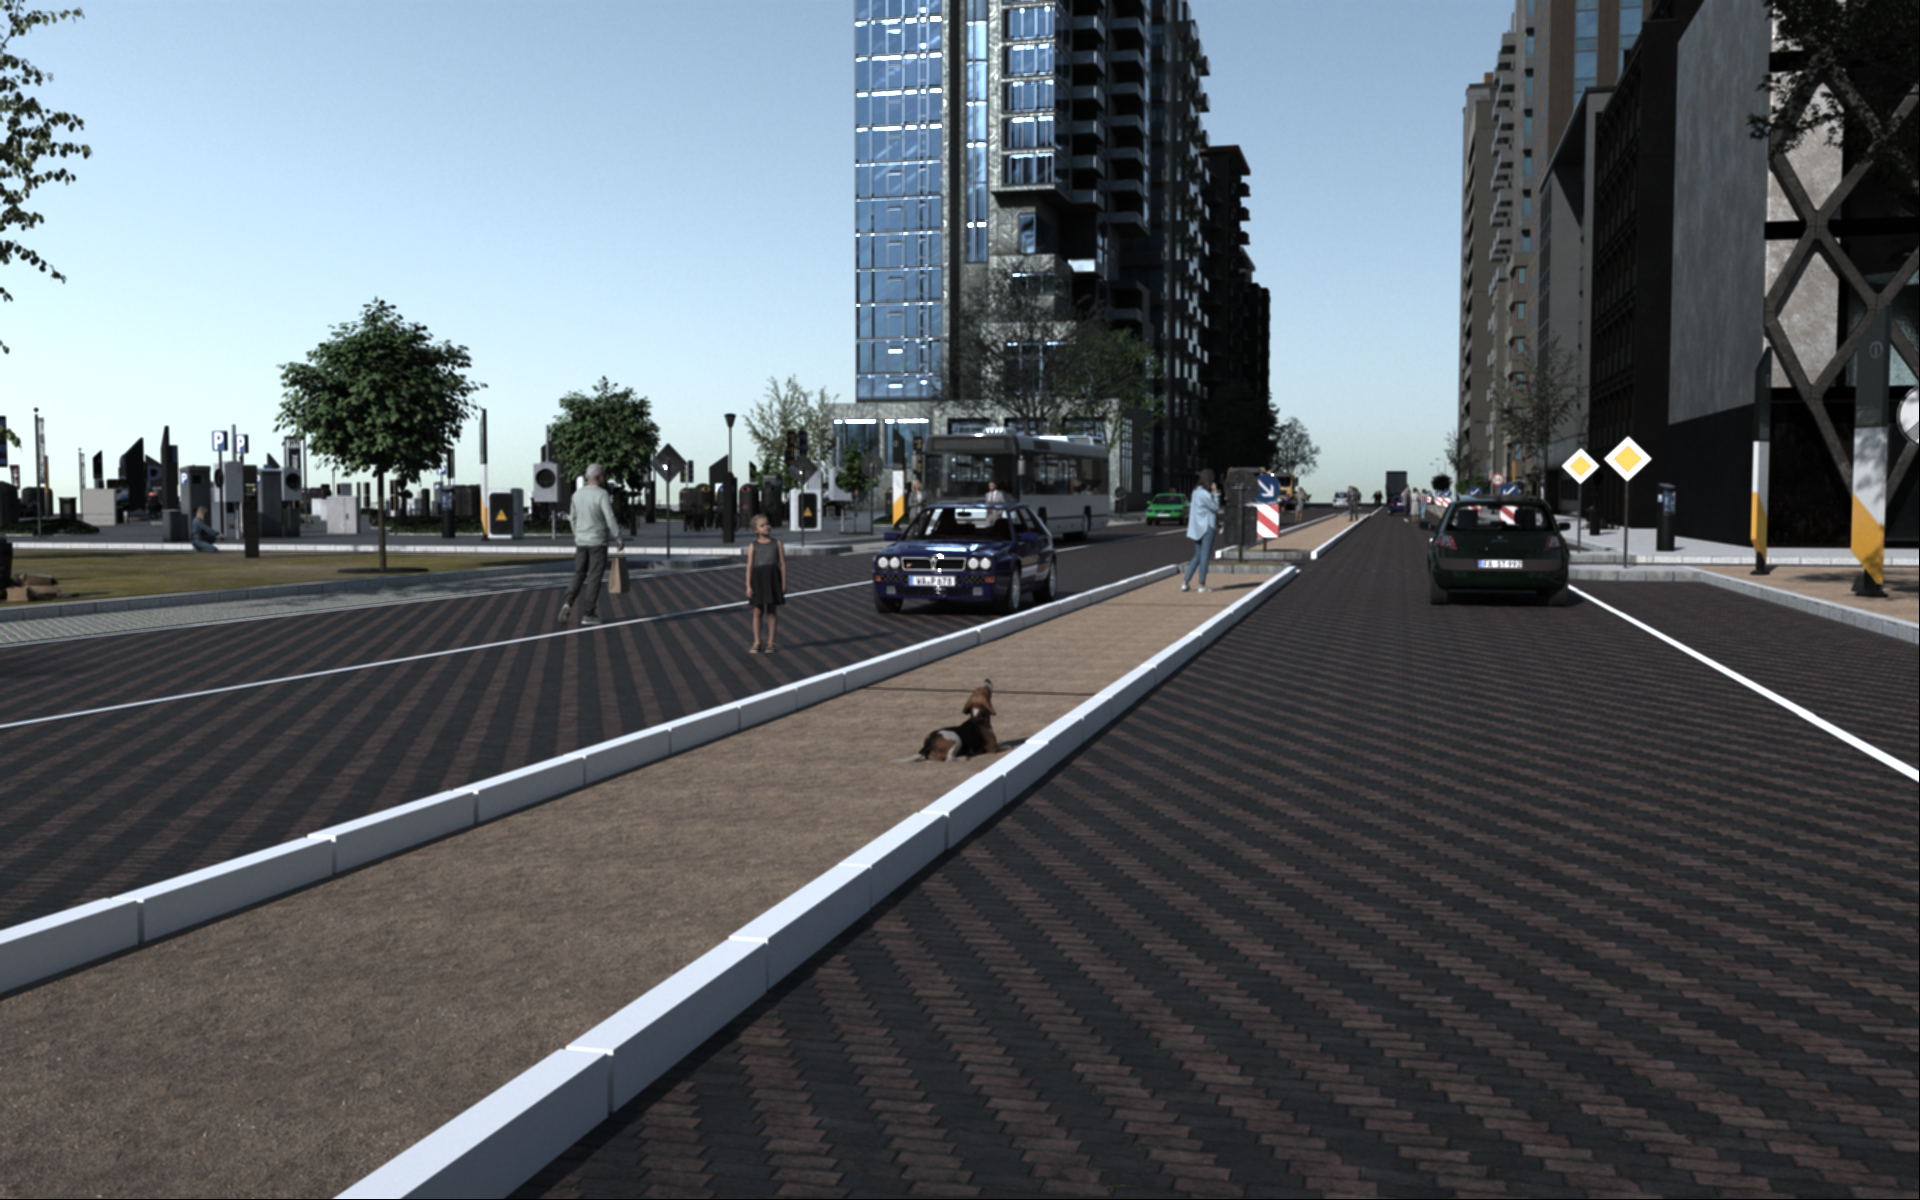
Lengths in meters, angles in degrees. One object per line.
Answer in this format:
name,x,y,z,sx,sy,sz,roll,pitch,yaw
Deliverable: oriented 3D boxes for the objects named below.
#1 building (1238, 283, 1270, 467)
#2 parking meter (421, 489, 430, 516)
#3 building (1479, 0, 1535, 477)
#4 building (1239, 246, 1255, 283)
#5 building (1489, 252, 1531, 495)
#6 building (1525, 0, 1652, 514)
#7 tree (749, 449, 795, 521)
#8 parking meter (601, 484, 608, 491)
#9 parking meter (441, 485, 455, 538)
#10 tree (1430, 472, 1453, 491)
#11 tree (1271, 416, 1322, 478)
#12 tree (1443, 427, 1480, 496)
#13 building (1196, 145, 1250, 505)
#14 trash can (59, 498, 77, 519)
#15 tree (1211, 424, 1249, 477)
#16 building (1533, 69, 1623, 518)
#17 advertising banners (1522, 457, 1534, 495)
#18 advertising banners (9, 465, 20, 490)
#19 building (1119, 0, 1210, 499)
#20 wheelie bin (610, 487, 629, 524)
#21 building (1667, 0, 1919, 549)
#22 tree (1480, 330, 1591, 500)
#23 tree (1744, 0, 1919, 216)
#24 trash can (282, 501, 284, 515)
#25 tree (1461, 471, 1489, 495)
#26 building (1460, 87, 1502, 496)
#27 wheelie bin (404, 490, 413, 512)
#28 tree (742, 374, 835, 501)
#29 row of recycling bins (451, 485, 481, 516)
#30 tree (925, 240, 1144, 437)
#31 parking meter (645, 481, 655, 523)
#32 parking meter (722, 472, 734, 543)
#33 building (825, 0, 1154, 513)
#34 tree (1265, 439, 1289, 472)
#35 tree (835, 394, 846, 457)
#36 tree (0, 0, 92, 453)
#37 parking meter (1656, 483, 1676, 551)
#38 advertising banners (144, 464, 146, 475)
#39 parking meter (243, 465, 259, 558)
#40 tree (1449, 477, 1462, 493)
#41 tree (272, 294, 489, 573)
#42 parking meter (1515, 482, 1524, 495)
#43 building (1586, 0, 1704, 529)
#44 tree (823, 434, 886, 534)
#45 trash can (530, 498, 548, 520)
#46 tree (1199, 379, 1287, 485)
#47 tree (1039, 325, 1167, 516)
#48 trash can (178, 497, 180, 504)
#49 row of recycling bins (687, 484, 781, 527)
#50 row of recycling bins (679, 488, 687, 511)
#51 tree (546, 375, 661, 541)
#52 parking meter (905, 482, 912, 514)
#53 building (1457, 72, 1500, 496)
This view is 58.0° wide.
building,34.375,-28.343,235.108,14.160,30.474,14.107,1,4,14
parking meter,-24.835,-4.410,80.516,0.372,1.533,0.369,0,3,0
building,61.881,-33.240,163.090,23.786,49.044,30.456,1,4,14
building,30.029,-34.474,255.533,32.217,40.220,23.993,1,4,14
building,56.429,-17.709,134.588,27.650,21.520,28.899,1,4,14
building,45.494,-28.399,114.435,14.600,45.320,14.200,1,4,14
tree,-8.315,-4.890,74.548,1.663,3.219,1.824,0,3,0
parking meter,-19.547,-5.474,95.207,0.399,1.863,0.255,2,4,26
parking meter,-14.973,-2.584,50.667,0.372,1.533,0.369,0,3,0
tree,71.149,-16.634,255.677,4.285,4.588,4.351,0,3,0
tree,51.327,-21.986,269.834,12.009,13.543,11.850,0,3,0
tree,55.143,-14.684,190.438,4.360,8.622,3.978,0,3,0
building,24.103,-34.276,215.029,22.147,44.769,28.867,1,4,14
trash can,-37.004,-3.681,71.846,0.748,1.137,0.748,0,3,0
tree,28.208,-14.042,179.941,4.360,8.622,3.978,0,3,0
building,39.462,-16.753,92.971,14.314,24.678,30.058,1,4,14
advertising banners,26.551,-5.189,81.034,0.090,3.025,2.074,0,4,5
advertising banners,-56.061,-6.617,104.368,2.074,3.025,0.090,-2,4,-26
building,11.536,-33.298,164.031,23.786,49.044,30.456,1,4,14
wheelie bin,-14.715,-4.099,74.928,0.693,1.594,0.980,2,4,28
building,28.342,-10.797,43.988,16.811,18.784,16.820,1,4,14
tree,25.805,-7.765,77.326,4.360,8.622,3.978,0,3,0
tree,10.439,-4.882,14.235,7.601,10.594,8.767,-3,5,-43
trash can,-27.762,-3.590,70.352,0.748,1.137,0.748,0,3,0
tree,40.467,-8.591,135.066,1.663,3.219,1.824,0,3,0
building,70.252,-35.334,201.420,21.300,48.544,21.600,1,4,14
wheelie bin,-40.055,-7.194,125.524,0.693,1.594,0.980,1,4,9
tree,-10.846,-9.489,105.514,4.737,8.622,4.395,0,3,0
row of recycling bins,-22.703,-4.394,78.955,1.069,1.692,3.534,-2,4,-34
tree,3.584,-10.588,83.485,12.009,13.543,11.850,0,3,0
parking meter,-13.780,-4.357,76.949,0.399,1.863,0.255,2,4,31
parking meter,-6.109,-2.446,45.700,0.255,1.863,0.399,0,4,1
building,3.759,-50.113,132.024,22.319,86.520,31.000,1,4,14
tree,40.215,-16.715,223.653,4.737,8.622,4.395,0,3,0
tree,-9.851,-10.259,118.098,4.737,8.622,4.395,0,3,0
tree,-11.642,-4.211,19.207,4.737,8.622,4.395,0,3,0
parking meter,15.868,-1.866,38.919,0.372,1.533,0.369,0,3,0
advertising banners,-49.018,-6.474,102.042,2.074,3.025,0.090,0,4,-5
parking meter,-14.252,-1.780,34.817,0.255,1.863,0.399,-1,4,-21
tree,51.845,-11.248,178.503,1.663,3.219,1.824,0,3,0
tree,-9.499,-2.748,28.642,4.285,4.588,4.351,0,3,0
parking meter,27.159,-4.798,84.155,0.399,1.863,0.255,2,4,26
building,32.889,-14.694,69.929,12.332,23.373,15.834,1,4,14
tree,-3.456,-3.726,55.525,1.663,3.219,1.824,0,3,0
trash can,-15.725,-3.253,64.835,0.748,1.137,0.748,0,3,0
tree,30.622,-17.231,188.384,9.857,13.997,8.962,0,3,0
tree,8.578,-10.866,103.419,9.928,11.665,9.643,0,3,0
trash can,-45.085,-5.361,99.309,0.748,1.137,0.748,0,3,0
row of recycling bins,-8.749,-3.723,67.980,3.534,1.692,1.069,0,4,6
row of recycling bins,-17.613,-6.524,113.785,1.069,1.692,3.534,-1,4,-23
tree,-9.809,-3.935,48.052,4.285,4.588,4.351,0,3,0
parking meter,-2.539,-4.797,84.150,0.255,1.863,0.399,-3,5,-41
building,82.286,-43.122,247.038,21.231,58.520,28.212,1,4,14
